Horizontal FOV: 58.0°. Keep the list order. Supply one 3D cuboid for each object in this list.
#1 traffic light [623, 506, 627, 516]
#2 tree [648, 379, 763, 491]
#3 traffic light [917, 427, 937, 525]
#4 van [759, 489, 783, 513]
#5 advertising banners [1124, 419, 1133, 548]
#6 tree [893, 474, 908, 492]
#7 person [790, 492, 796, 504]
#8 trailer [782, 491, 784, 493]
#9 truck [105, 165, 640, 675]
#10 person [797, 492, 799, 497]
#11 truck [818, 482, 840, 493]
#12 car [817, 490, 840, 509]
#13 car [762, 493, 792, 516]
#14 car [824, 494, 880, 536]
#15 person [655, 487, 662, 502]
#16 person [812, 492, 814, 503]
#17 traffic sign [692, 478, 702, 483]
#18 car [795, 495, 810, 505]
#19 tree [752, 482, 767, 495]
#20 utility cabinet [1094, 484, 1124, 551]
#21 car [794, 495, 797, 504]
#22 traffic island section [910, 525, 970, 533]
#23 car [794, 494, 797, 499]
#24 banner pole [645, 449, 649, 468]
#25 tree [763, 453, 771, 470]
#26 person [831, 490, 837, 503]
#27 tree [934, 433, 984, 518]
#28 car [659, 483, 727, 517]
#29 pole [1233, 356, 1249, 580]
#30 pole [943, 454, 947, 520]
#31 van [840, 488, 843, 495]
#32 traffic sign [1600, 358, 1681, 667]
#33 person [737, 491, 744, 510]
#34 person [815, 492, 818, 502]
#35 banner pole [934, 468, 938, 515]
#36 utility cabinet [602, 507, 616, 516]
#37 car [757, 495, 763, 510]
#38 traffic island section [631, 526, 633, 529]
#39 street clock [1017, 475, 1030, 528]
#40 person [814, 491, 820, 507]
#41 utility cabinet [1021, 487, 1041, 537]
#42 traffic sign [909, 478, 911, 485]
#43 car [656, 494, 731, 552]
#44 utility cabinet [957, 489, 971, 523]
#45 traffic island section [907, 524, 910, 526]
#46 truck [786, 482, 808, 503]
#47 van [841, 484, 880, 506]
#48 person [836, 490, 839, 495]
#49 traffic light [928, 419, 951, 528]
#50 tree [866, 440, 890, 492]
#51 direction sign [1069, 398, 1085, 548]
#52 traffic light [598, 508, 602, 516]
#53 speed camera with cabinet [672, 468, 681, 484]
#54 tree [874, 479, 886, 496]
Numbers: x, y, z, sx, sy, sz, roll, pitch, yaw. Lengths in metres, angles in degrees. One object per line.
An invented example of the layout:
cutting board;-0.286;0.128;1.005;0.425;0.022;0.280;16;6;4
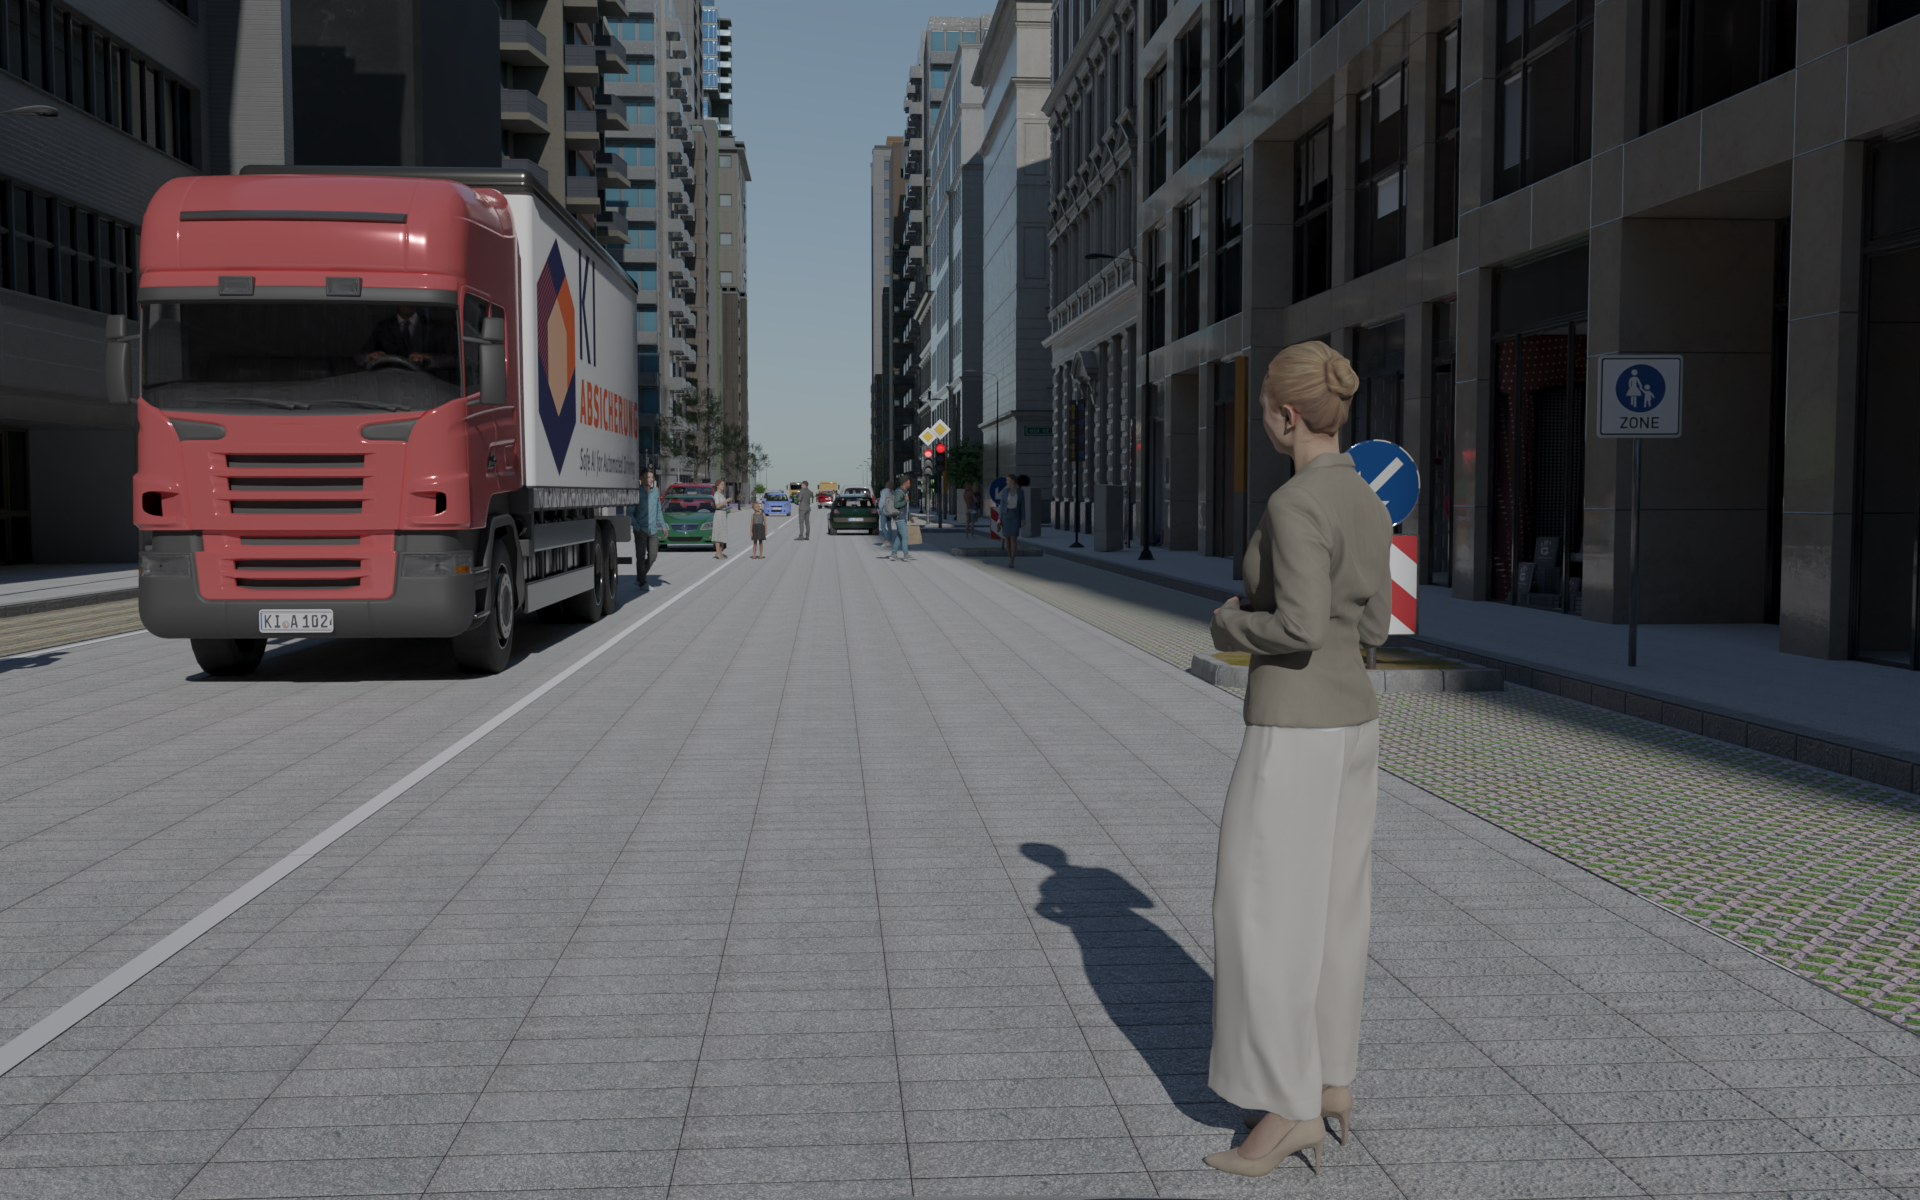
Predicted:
traffic light;-13.890;-5.070;71.814;0.839;4.253;0.868;0;4;-4
tree;-21.850;-12.677;141.677;8.767;10.594;7.601;1;4;14
traffic light;-1.366;-5.129;72.776;0.839;4.253;0.868;0;4;-4
van;-14.519;-7.791;134.388;2.013;2.044;4.112;0;4;-2
advertising banners;4.020;-2.754;41.221;0.090;3.025;2.074;0;4;2
tree;-5.202;-9.809;154.975;1.663;3.219;1.824;0;3;0
person;-25.243;-15.426;261.427;1.217;1.735;0.721;2;4;34
trailer;-30.780;-17.751;297.282;1.471;1.999;3.904;0;4;-3
truck;-5.052;-1.726;17.141;2.839;4.237;11.283;0;4;-4
person;-22.080;-13.859;236.016;0.541;1.710;0.530;-3;5;-44
truck;-20.349;-16.613;267.548;3.469;3.379;9.791;0;4;-3
car;-12.684;-9.718;167.565;2.281;1.827;5.304;0;4;-3
car;-11.841;-6.285;112.342;1.945;1.707;3.694;0;4;-4
car;-3.785;-3.146;61.228;2.009;1.686;4.222;0;4;-6
person;-15.837;-5.026;90.852;0.590;1.801;0.661;0;4;2
person;-23.178;-16.154;272.761;0.705;1.807;1.348;1;4;9
traffic sign;-20.347;-8.200;134.180;0.768;2.556;0.104;0;4;3
car;-20.148;-13.023;222.714;2.009;1.686;4.222;0;4;-3
tree;-29.823;-16.015;256.446;1.663;3.219;1.824;0;3;0
utility cabinet;3.348;-1.842;38.795;0.318;1.500;1.173;2;4;24
car;-22.256;-14.303;242.656;1.959;1.807;4.718;0;4;-3
traffic island section;-0.721;-2.609;64.931;2.009;0.180;2.903;0;4;-4
car;-25.309;-16.140;273.680;2.009;1.686;4.222;0;4;-3
banner pole;-17.548;-6.563;97.323;0.401;3.779;0.863;0;4;1
tree;-28.160;-17.496;220.474;8.767;10.594;7.601;-1;4;-16
person;-10.556;-8.366;145.629;0.623;1.781;0.721;-1;4;-11
tree;0.371;-6.651;92.462;4.285;4.588;4.351;0;3;0
car;-8.905;-2.984;57.468;2.281;1.827;5.304;0;4;-2
pole;4.178;-1.952;25.753;0.158;3.312;0.155;0;3;0
pole;-0.766;-5.717;87.310;0.158;3.312;0.155;0;3;0
van;-6.587;-6.017;105.384;2.013;2.044;4.112;0;4;-3
traffic sign;5.003;-0.654;12.823;0.606;2.300;0.079;0;4;3
person;-19.329;-8.750;152.284;0.721;1.735;1.217;-2;4;-34
person;-24.942;-17.943;302.388;0.721;1.766;1.217;2;4;29
banner pole;-1.431;-7.006;104.568;0.401;3.779;0.863;-1;4;-16
utility cabinet;-16.237;-4.217;80.110;0.306;1.237;1.020;1;4;10
car;-17.341;-8.841;156.904;2.083;1.381;4.827;0;4;-5
traffic island section;-13.931;-3.038;71.945;2.009;0.180;2.903;0;4;-4
street clock;2.370;-3.683;64.794;0.471;2.002;0.358;2;4;29
person;-16.129;-11.606;198.393;1.348;1.807;0.705;-1;4;-17
utility cabinet;2.134;-2.623;51.557;0.318;1.500;1.173;1;4;18
traffic sign;-4.061;-8.001;130.920;0.768;2.556;0.104;0;4;0
car;-6.954;-2.001;44.522;2.131;1.459;4.920;0;4;-6
utility cabinet;0.223;-4.046;74.830;0.318;1.500;1.173;-1;4;-21
traffic island section;-1.325;-3.096;72.893;2.009;0.180;2.903;0;4;-4
truck;-26.786;-17.722;285.669;3.469;3.379;9.791;0;4;-4
van;-4.504;-4.244;76.402;2.013;2.044;4.112;0;4;-3
person;-13.649;-11.220;191.585;1.348;1.869;0.705;0;4;4
traffic light;-0.762;-4.642;64.814;0.839;4.253;0.868;0;4;-4
tree;-10.515;-17.253;232.441;4.360;8.622;3.978;0;3;0
direction sign;2.802;-3.027;41.486;0.379;3.537;0.876;-1;4;-20
traffic light;-13.286;-4.583;63.851;0.839;4.253;0.868;0;4;-4
speed camera with cabinet;-21.170;-8.477;132.940;0.660;3.252;2.038;3;5;42
tree;-9.906;-13.477;214.950;1.663;3.219;1.824;0;3;0
